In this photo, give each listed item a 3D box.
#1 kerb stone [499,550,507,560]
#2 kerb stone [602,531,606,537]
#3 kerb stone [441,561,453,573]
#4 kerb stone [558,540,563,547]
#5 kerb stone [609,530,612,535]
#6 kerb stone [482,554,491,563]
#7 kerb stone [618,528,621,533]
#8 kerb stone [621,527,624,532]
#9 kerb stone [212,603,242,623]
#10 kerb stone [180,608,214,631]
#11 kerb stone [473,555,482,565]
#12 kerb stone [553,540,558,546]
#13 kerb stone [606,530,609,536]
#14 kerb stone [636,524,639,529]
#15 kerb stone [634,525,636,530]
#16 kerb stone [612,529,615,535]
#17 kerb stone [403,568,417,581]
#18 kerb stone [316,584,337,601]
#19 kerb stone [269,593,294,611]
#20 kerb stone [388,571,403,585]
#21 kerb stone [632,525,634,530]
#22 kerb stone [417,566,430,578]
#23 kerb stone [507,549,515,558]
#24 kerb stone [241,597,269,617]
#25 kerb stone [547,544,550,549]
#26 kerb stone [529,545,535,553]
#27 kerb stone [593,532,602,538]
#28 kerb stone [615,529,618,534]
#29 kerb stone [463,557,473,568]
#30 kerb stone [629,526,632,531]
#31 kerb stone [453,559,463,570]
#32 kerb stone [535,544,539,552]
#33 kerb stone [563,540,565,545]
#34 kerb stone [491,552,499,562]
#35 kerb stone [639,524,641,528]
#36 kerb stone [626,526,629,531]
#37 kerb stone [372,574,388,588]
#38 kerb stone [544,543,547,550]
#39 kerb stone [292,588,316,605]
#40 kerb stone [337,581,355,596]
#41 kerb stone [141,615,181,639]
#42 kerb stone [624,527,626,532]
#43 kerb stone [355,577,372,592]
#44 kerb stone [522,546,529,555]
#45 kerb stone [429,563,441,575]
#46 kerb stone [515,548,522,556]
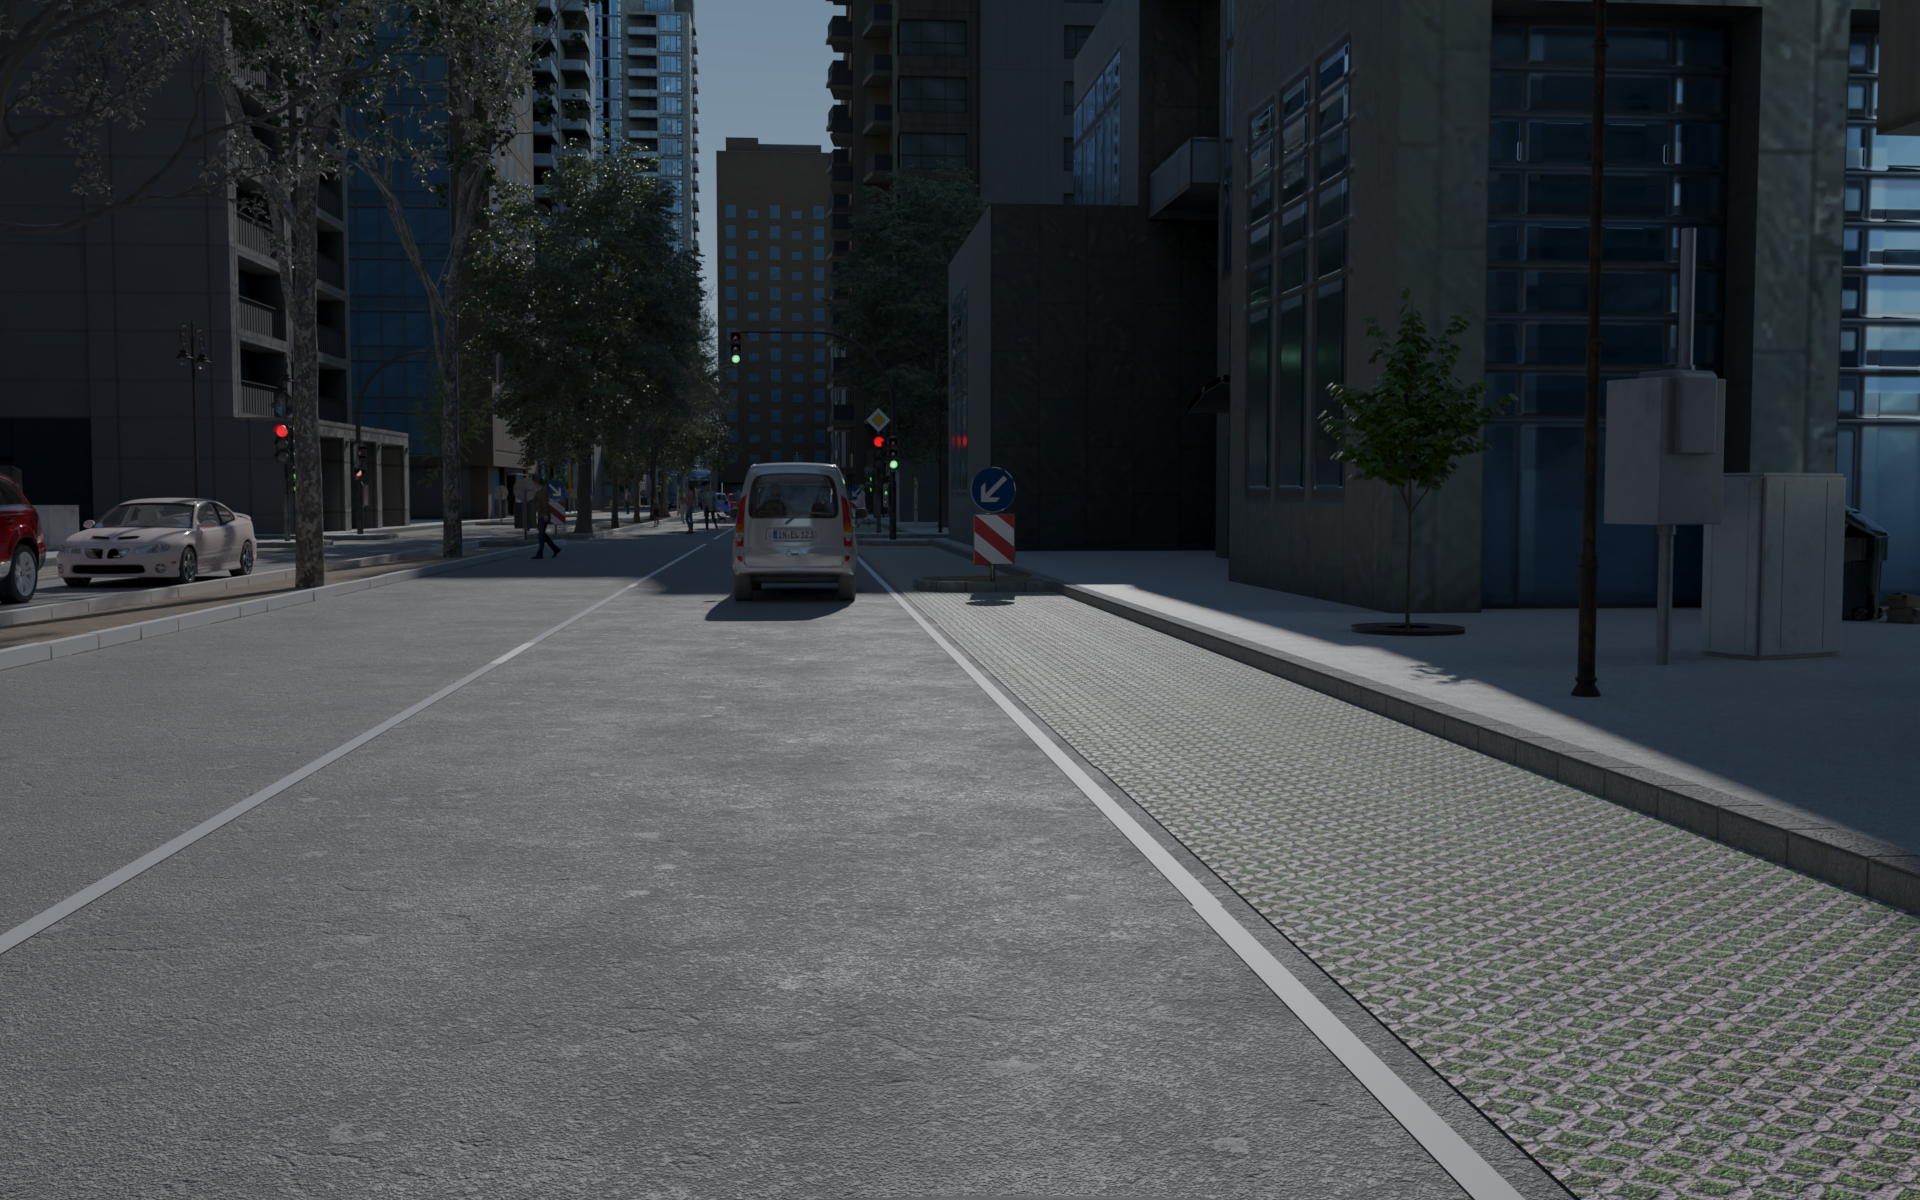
[{"bbox_3d":[-10.131,-0.963,37.979,0.120,0.150,1.000,0,4,-5],"label":"kerb stone"},{"bbox_3d":[-12.046,-2.180,57.881,0.120,0.150,1.000,0,4,-5],"label":"kerb stone"},{"bbox_3d":[-9.536,-0.591,31.853,0.120,0.150,1.000,0,4,-5],"label":"kerb stone"},{"bbox_3d":[-11.016,-1.527,47.162,0.120,0.150,1.000,0,4,-5],"label":"kerb stone"},{"bbox_3d":[-12.240,-2.305,59.916,0.120,0.150,1.000,0,4,-5],"label":"kerb stone"},{"bbox_3d":[-9.936,-0.840,35.924,0.120,0.150,1.000,0,4,-5],"label":"kerb stone"},{"bbox_3d":[-12.529,-2.492,62.972,0.120,0.150,1.000,0,4,-5],"label":"kerb stone"},{"bbox_3d":[-12.636,-2.557,63.997,0.120,0.150,1.000,0,4,-5],"label":"kerb stone"},{"bbox_3d":[-8.366,0.160,19.581,0.120,0.150,1.000,0,4,-5],"label":"kerb stone"},{"bbox_3d":[-8.257,0.223,18.565,0.120,0.150,1.000,0,4,-5],"label":"kerb stone"},{"bbox_3d":[-9.839,-0.775,34.907,0.120,0.150,1.000,0,4,-5],"label":"kerb stone"},{"bbox_3d":[-10.916,-1.465,46.144,0.120,0.150,1.000,0,4,-5],"label":"kerb stone"},{"bbox_3d":[-12.140,-2.245,58.899,0.120,0.150,1.000,0,4,-5],"label":"kerb stone"},{"bbox_3d":[-13.219,-2.932,70.136,0.120,0.150,1.000,0,4,-5],"label":"kerb stone"},{"bbox_3d":[-13.125,-2.870,69.118,0.120,0.150,1.000,0,4,-5],"label":"kerb stone"},{"bbox_3d":[-12.328,-2.370,60.937,0.120,0.150,1.000,0,4,-5],"label":"kerb stone"},{"bbox_3d":[-9.243,-0.404,28.799,0.120,0.150,1.000,0,4,-5],"label":"kerb stone"},{"bbox_3d":[-8.748,-0.091,23.682,0.120,0.150,1.000,0,4,-5],"label":"kerb stone"},{"bbox_3d":[-8.556,0.037,21.637,0.120,0.150,1.000,0,4,-5],"label":"kerb stone"},{"bbox_3d":[-9.147,-0.342,27.781,0.120,0.150,1.000,0,4,-5],"label":"kerb stone"},{"bbox_3d":[-13.030,-2.799,68.093,0.120,0.150,1.000,0,4,-5],"label":"kerb stone"},{"bbox_3d":[-9.341,-0.460,29.817,0.120,0.150,1.000,0,4,-5],"label":"kerb stone"},{"bbox_3d":[-10.220,-1.028,38.997,0.120,0.150,1.000,0,4,-5],"label":"kerb stone"},{"bbox_3d":[-8.460,0.097,20.604,0.120,0.150,1.000,0,4,-5],"label":"kerb stone"},{"bbox_3d":[-10.813,-1.401,45.124,0.120,0.150,1.000,0,4,-5],"label":"kerb stone"},{"bbox_3d":[-10.521,-1.211,42.054,0.120,0.150,1.000,0,4,-5],"label":"kerb stone"},{"bbox_3d":[-11.946,-2.120,56.862,0.120,0.150,1.000,0,4,-5],"label":"kerb stone"},{"bbox_3d":[-12.437,-2.432,61.954,0.120,0.150,1.000,0,4,-5],"label":"kerb stone"},{"bbox_3d":[-9.738,-0.715,33.890,0.120,0.150,1.000,0,4,-5],"label":"kerb stone"},{"bbox_3d":[-12.926,-2.745,67.072,0.120,0.150,1.000,0,4,-5],"label":"kerb stone"},{"bbox_3d":[-9.635,-0.648,32.874,0.120,0.150,1.000,0,4,-5],"label":"kerb stone"},{"bbox_3d":[-10.618,-1.277,43.077,0.120,0.150,1.000,0,4,-5],"label":"kerb stone"},{"bbox_3d":[-11.109,-1.590,48.184,0.120,0.150,1.000,0,4,-5],"label":"kerb stone"},{"bbox_3d":[-10.027,-0.900,36.950,0.120,0.150,1.000,0,4,-5],"label":"kerb stone"},{"bbox_3d":[-13.321,-2.995,71.156,0.120,0.150,1.000,0,4,-5],"label":"kerb stone"},{"bbox_3d":[-12.828,-2.679,66.048,0.120,0.150,1.000,0,4,-5],"label":"kerb stone"},{"bbox_3d":[-9.050,-0.271,26.756,0.120,0.150,1.000,0,4,-5],"label":"kerb stone"},{"bbox_3d":[-10.721,-1.340,44.100,0.120,0.150,1.000,0,4,-5],"label":"kerb stone"},{"bbox_3d":[-8.658,-0.028,22.654,0.120,0.150,1.000,0,4,-5],"label":"kerb stone"},{"bbox_3d":[-8.856,-0.154,24.714,0.120,0.150,1.000,0,4,-5],"label":"kerb stone"},{"bbox_3d":[-8.161,0.286,17.545,0.120,0.150,1.000,0,4,-5],"label":"kerb stone"},{"bbox_3d":[-12.730,-2.616,65.023,0.120,0.150,1.000,0,4,-5],"label":"kerb stone"},{"bbox_3d":[-8.957,-0.210,25.738,0.120,0.150,1.000,0,4,-5],"label":"kerb stone"},{"bbox_3d":[-10.415,-1.152,41.037,0.120,0.150,1.000,0,4,-5],"label":"kerb stone"},{"bbox_3d":[-9.442,-0.528,30.835,0.120,0.150,1.000,0,4,-5],"label":"kerb stone"},{"bbox_3d":[-10.325,-1.090,40.019,0.120,0.150,1.000,0,4,-5],"label":"kerb stone"}]
